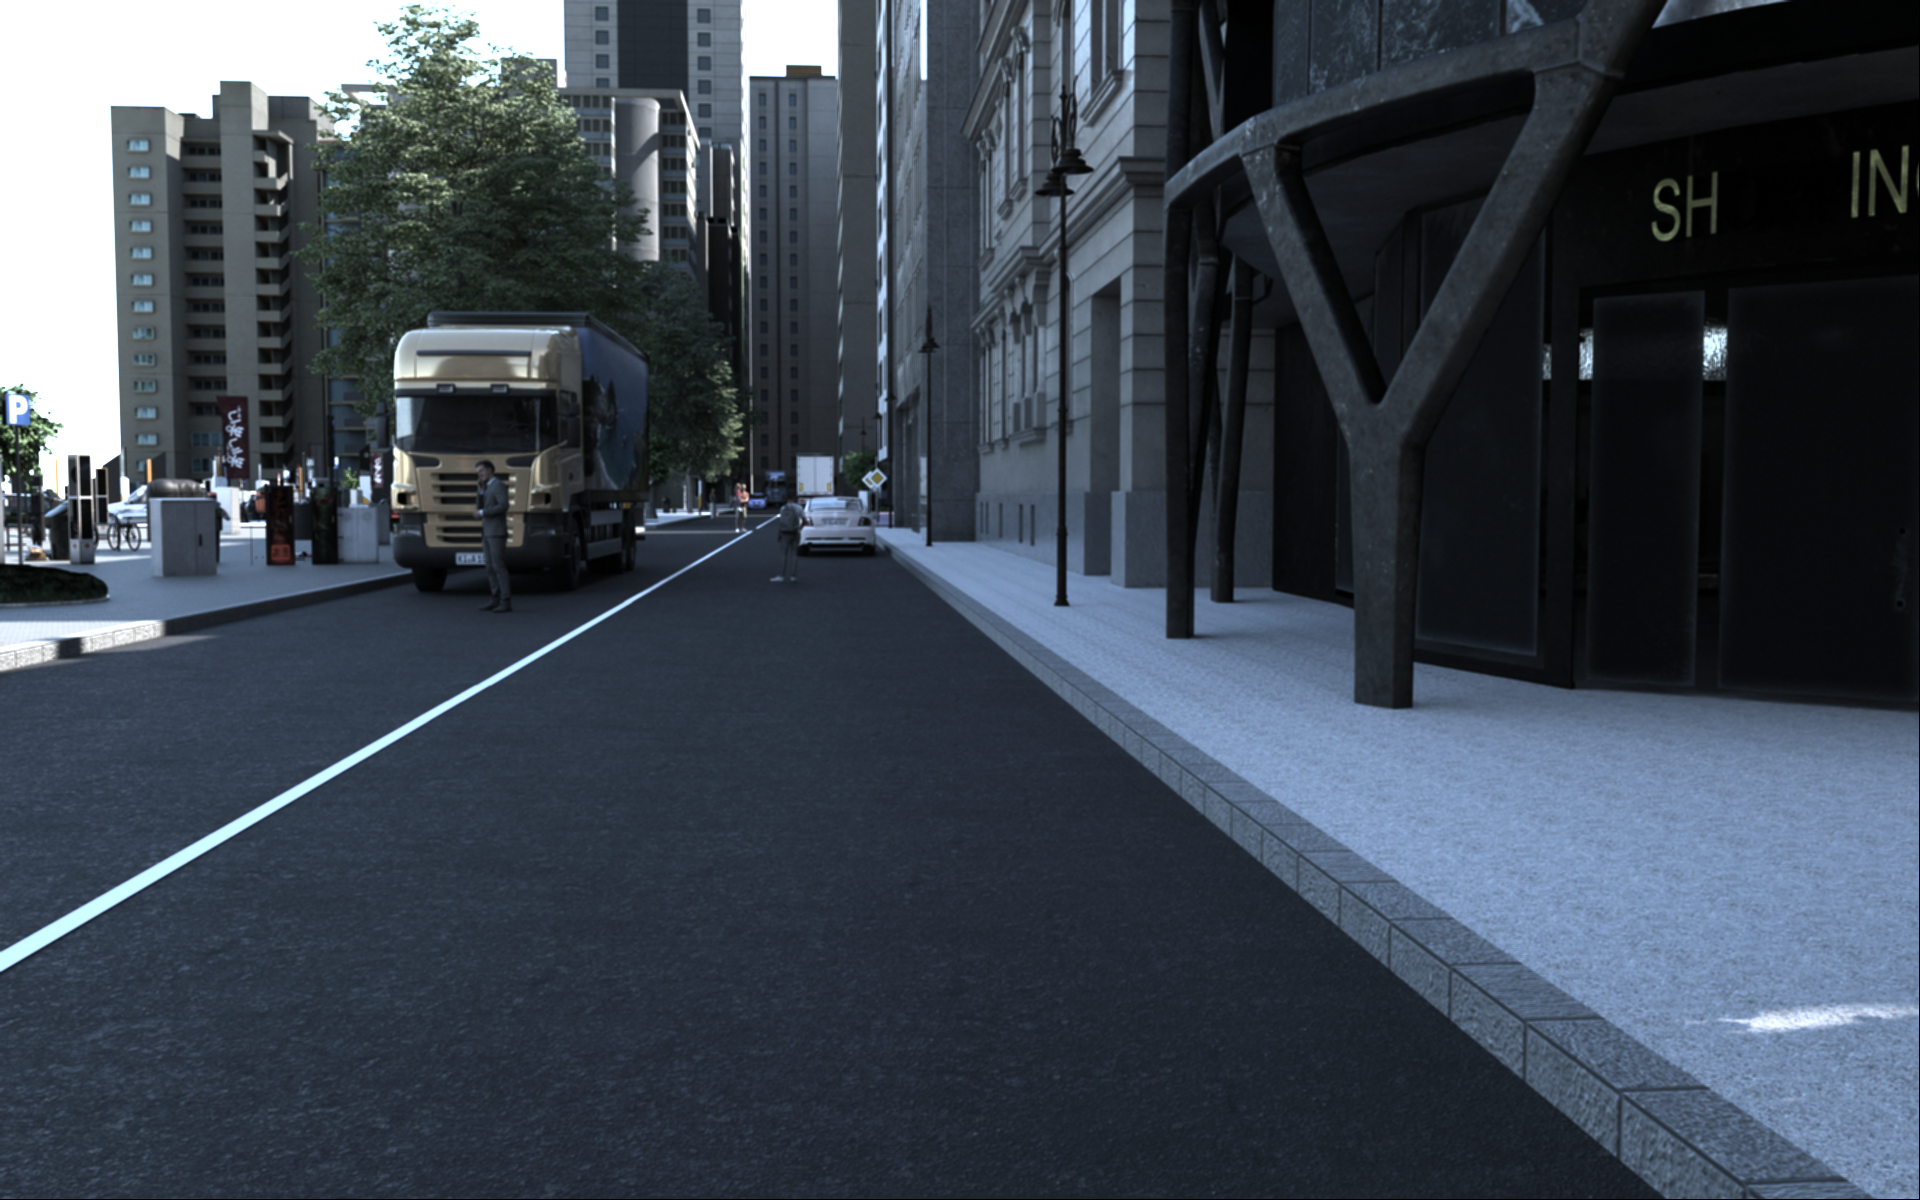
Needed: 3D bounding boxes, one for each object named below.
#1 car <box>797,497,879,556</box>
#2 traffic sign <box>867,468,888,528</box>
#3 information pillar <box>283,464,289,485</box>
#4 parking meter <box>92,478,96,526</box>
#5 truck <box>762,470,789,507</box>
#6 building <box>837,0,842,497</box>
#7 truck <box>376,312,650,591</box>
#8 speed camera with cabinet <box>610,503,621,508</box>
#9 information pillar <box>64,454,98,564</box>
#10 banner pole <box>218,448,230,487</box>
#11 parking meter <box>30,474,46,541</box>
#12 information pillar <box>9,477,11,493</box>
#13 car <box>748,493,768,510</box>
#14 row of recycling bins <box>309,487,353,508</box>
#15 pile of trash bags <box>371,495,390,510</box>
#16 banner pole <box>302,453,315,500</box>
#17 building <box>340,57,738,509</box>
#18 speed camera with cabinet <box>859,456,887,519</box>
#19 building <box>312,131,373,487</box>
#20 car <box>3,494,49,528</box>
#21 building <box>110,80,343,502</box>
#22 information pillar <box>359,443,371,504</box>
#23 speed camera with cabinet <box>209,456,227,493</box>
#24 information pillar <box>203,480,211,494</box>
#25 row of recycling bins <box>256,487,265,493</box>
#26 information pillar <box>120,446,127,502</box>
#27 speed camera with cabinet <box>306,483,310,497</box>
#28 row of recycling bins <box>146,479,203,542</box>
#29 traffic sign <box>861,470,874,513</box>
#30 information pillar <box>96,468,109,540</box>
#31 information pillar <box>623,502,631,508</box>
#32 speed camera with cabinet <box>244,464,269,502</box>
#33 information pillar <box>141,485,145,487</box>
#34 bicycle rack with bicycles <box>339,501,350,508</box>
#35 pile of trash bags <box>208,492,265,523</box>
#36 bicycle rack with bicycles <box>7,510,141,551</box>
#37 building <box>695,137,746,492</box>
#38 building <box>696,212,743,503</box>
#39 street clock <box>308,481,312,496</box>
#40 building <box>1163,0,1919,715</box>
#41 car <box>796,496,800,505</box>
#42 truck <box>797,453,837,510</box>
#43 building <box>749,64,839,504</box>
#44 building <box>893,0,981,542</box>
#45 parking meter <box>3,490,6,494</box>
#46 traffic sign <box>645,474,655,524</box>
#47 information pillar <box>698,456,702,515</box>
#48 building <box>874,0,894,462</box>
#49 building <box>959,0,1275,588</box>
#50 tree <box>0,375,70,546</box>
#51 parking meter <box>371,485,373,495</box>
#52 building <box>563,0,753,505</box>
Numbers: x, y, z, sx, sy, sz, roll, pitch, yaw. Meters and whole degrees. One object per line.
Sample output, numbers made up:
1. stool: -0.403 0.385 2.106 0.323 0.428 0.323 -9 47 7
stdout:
1. car: -2.986 -1.791 41.647 2.083 1.381 4.827 0 4 -4
2. traffic sign: -3.147 -3.806 65.869 0.795 2.450 0.064 0 4 -5
3. information pillar: -52.688 -8.812 135.432 0.504 3.616 0.183 2 4 31
4. parking meter: -30.910 -3.451 62.128 0.255 1.863 0.399 -1 4 -9
5. truck: -21.559 -13.055 203.199 2.967 4.110 18.799 0 4 -5
6. building: 1.311 -31.250 134.643 21.300 48.544 21.600 0 4 -5
7. truck: -7.073 -2.451 28.992 2.839 4.237 11.283 0 4 -4
8. speed camera with cabinet: -25.824 -8.307 130.155 0.660 3.252 2.038 2 4 29
9. information pillar: -16.107 -1.666 31.729 0.304 2.012 0.304 2 4 27
10. banner pole: -40.036 -6.371 94.182 0.401 3.779 0.863 2 4 32
11. parking meter: -25.215 -2.547 47.354 0.255 1.863 0.399 -1 4 -12
12. information pillar: -74.056 -8.794 135.139 0.504 3.616 0.183 2 4 33
13. car: -18.824 -9.253 160.874 1.945 1.707 3.694 0 4 -5
14. row of recycling bins: -36.853 -5.792 101.814 3.534 1.692 1.069 2 4 29
15. pile of trash bags: -30.384 -4.946 90.623 3.447 1.369 1.912 3 4 36
16. banner pole: -39.398 -7.012 104.666 0.863 3.779 0.401 0 4 -6
17. building: -36.967 -28.550 158.667 32.217 40.220 23.993 0 4 -5
18. speed camera with cabinet: -4.525 -5.864 90.212 0.660 3.252 2.038 2 4 28
19. building: -60.881 -33.899 208.868 28.867 44.769 22.147 0 4 -5
20. car: -36.354 -3.527 67.461 4.222 1.686 2.009 0 4 -6
21. building: -86.084 -35.697 207.340 21.600 48.544 21.300 0 4 -5
22. information pillar: -27.233 -5.381 79.340 0.504 3.616 0.183 -1 4 -14
23. speed camera with cabinet: -38.071 -5.823 89.545 0.660 3.252 2.038 -3 4 -36
24. information pillar: -39.685 -5.309 91.292 0.304 2.012 0.304 -3 5 -44
25. row of recycling bins: -38.225 -5.410 95.561 1.069 1.692 3.534 -2 4 -26
26. information pillar: -40.839 -5.703 84.597 0.504 3.616 0.183 3 5 40
27. speed camera with cabinet: -50.249 -8.583 134.661 0.660 3.252 2.038 0 4 -1
28. row of recycling bins: -21.697 -2.502 48.020 1.069 1.692 3.534 -1 4 -12
29. traffic sign: -3.808 -4.293 73.827 0.795 2.450 0.064 0 4 -5
30. information pillar: -24.147 -2.706 48.731 0.304 2.012 0.304 -2 4 -32
31. information pillar: -14.727 -5.212 76.575 0.183 3.616 0.504 2 4 23
32. speed camera with cabinet: -46.669 -7.367 114.791 0.660 3.252 2.038 1 4 16
33. information pillar: -65.493 -8.226 138.981 0.304 2.012 0.304 2 4 33
34. bicycle rack with bicycles: -31.067 -4.372 84.857 2.852 0.926 2.925 -1 4 -16
35. pile of trash bags: -34.595 -4.522 83.680 3.447 1.369 1.912 -3 4 -36
36. bicycle rack with bicycles: -20.228 -1.581 39.228 2.852 0.926 2.925 -3 5 -44
37. building: -31.341 -31.132 192.599 14.154 41.232 14.086 0 4 -5
38. building: -29.862 -24.897 178.769 14.160 30.474 14.107 0 4 -5
39. street clock: -36.688 -5.722 98.120 0.471 2.002 0.358 -1 4 -17
40. building: 9.991 -9.000 14.595 16.820 18.784 16.811 0 4 -5
41. car: -14.246 -9.072 160.332 2.014 1.417 4.499 0 4 -5
42. truck: -10.302 -8.282 124.331 2.839 4.237 11.283 0 4 -4
43. building: -30.988 -42.708 240.273 28.212 58.520 21.231 0 4 -5
44. building: 4.277 -14.556 56.005 12.078 24.808 19.932 0 4 -5
45. parking meter: -62.846 -6.442 113.742 0.372 1.533 0.369 0 3 0
46. traffic sign: -13.271 -4.246 73.064 0.795 2.450 0.064 0 4 -5
47. information pillar: -15.895 -7.004 105.877 0.183 3.616 0.504 -1 4 -19
48. building: 3.308 -18.843 79.790 14.107 30.474 14.160 0 4 -5
49. building: 7.521 -15.102 34.306 14.401 28.519 23.554 0 4 -5
50. tree: -23.977 -3.622 42.929 4.285 4.588 4.351 0 3 0
51. parking meter: -43.667 -7.524 128.735 0.399 1.863 0.255 3 5 45
52. building: -36.356 -47.308 211.736 20.611 71.187 20.563 0 4 -5
